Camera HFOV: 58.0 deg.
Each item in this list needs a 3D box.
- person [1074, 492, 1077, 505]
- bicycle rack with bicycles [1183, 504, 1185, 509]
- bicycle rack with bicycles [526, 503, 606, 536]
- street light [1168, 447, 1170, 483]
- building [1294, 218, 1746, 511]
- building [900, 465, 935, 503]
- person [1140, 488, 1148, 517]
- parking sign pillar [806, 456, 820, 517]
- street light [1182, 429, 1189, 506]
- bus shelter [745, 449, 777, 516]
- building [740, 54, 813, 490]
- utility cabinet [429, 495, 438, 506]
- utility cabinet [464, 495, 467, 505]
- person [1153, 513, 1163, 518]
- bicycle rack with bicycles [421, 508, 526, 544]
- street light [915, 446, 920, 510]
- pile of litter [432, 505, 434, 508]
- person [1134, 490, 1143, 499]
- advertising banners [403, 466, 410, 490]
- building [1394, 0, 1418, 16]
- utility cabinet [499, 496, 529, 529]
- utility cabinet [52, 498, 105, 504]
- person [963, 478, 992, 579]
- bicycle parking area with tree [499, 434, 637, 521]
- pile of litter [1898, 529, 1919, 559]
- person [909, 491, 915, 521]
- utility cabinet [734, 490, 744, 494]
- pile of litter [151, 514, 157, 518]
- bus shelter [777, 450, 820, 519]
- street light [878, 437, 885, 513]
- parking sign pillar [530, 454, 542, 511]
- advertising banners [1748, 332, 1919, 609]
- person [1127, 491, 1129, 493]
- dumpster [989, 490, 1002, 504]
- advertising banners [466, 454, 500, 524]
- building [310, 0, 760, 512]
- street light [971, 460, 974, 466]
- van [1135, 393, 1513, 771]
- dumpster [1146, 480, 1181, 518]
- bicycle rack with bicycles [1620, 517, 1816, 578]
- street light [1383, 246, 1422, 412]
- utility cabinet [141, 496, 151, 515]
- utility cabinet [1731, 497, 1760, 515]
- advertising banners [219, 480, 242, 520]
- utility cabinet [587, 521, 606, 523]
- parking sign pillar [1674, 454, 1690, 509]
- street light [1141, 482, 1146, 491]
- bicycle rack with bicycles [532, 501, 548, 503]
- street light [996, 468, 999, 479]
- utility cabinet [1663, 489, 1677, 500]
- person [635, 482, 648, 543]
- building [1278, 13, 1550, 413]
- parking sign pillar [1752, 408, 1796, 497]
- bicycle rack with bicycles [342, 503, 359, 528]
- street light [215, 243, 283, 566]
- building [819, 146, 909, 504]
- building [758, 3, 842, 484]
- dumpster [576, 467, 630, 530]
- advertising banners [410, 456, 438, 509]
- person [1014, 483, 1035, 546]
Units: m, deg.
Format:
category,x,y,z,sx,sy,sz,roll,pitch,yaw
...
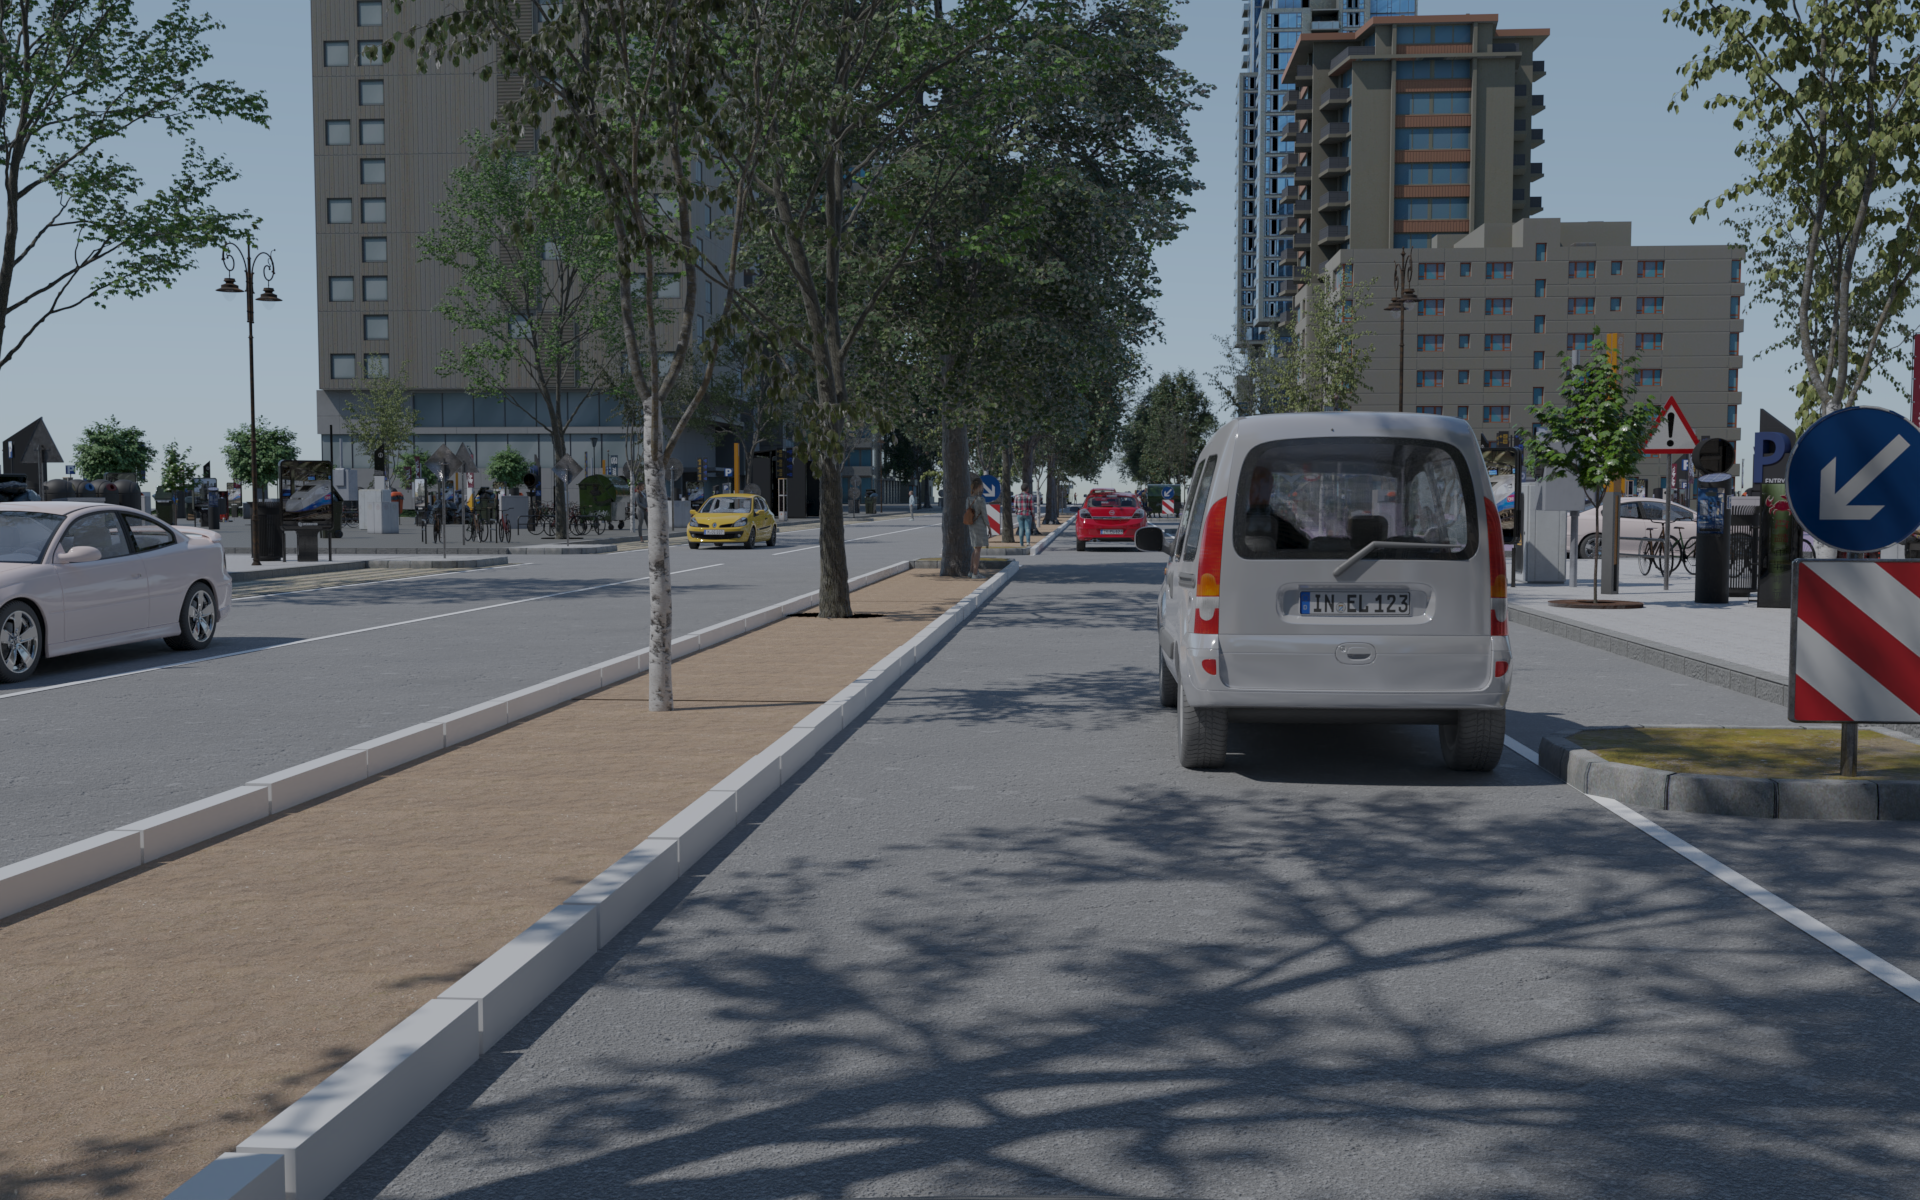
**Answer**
category,x,y,z,sx,sy,sz,roll,pitch,yaw
person,14.712,-12.825,219.655,0.593,1.643,0.415,1,4,21
bicycle rack with bicycles,15.925,-6.059,112.439,2.852,0.926,2.925,3,5,41
bicycle rack with bicycles,-12.331,-2.488,54.063,2.852,0.926,2.925,3,5,45
street light,17.432,-10.480,144.139,0.468,5.910,1.993,0,4,5
building,41.768,-17.780,135.735,27.650,21.520,28.899,0,4,5
building,-18.984,-25.346,259.447,27.650,21.520,28.899,0,4,5
person,11.755,-6.238,110.401,0.836,1.842,0.656,2,4,25
parking sign pillar,-8.224,-6.757,98.944,1.447,3.967,1.447,0,4,-3
street light,15.595,-9.012,120.126,0.468,5.910,1.993,0,4,5
bus shelter,-10.061,-6.225,93.056,1.731,3.624,6.357,0,4,5
building,-21.106,-28.735,153.415,14.154,41.232,14.086,0,4,5
utility cabinet,-26.128,-4.627,86.816,1.020,1.237,0.306,-2,4,-33
utility cabinet,-32.461,-6.313,114.372,0.306,1.237,1.020,1,4,10
person,11.910,-5.937,104.938,0.474,1.900,0.648,-3,5,-45
bicycle rack with bicycles,-13.139,-1.986,45.856,2.852,0.926,2.925,-1,4,-19
street light,-3.467,-10.375,142.416,0.468,5.910,1.993,0,4,5
pile of litter,-23.585,-3.923,78.114,1.719,0.858,1.176,0,4,3
person,12.257,-6.837,121.005,1.217,1.743,0.721,0,4,-2
advertising banners,-33.969,-6.901,109.024,2.074,3.025,0.090,-2,4,-32
building,46.925,-55.721,223.712,22.319,86.520,31.000,0,4,5
utility cabinet,-16.440,-3.223,63.851,1.020,1.237,0.306,-2,4,-31
utility cabinet,-14.979,-1.119,29.464,0.306,1.237,1.020,0,4,7
person,0.283,-1.200,29.120,0.522,1.701,0.512,-3,5,-44
bicycle parking area with tree,-18.844,-6.016,85.359,9.016,4.147,8.231,1,4,23
pile of litter,11.909,-0.463,21.529,1.719,0.858,1.176,3,5,41
person,-2.618,-5.100,93.692,0.330,1.601,0.589,0,4,1
utility cabinet,-12.692,-5.644,100.951,0.318,1.500,1.173,2,4,34
pile of litter,-46.996,-5.231,99.497,1.176,0.858,1.719,3,4,38
bus shelter,-8.244,-6.228,93.108,1.731,3.624,6.357,0,4,5
street light,-5.410,-8.946,119.057,0.468,5.910,1.993,0,4,5
parking sign pillar,-28.579,-7.844,116.729,1.447,3.967,1.447,-2,4,-27
advertising banners,9.849,-1.398,19.047,2.074,3.025,0.090,2,4,25
person,10.956,-6.288,113.117,0.589,1.601,0.330,-3,4,-36
dumpster,4.115,-12.156,206.971,1.865,1.857,1.264,0,4,6
advertising banners,-20.801,-4.847,75.440,2.074,3.025,0.090,2,4,31
building,-30.750,-33.235,132.638,28.713,52.752,27.495,0,4,5
street light,1.457,-14.043,202.386,0.468,5.910,1.993,0,4,5
van,2.070,-0.205,10.366,2.013,2.044,4.112,0,4,4
dumpster,11.720,-5.790,99.621,1.985,2.255,1.502,0,4,4
bicycle rack with bicycles,11.379,-0.822,26.828,2.852,0.926,2.925,0,4,-5
street light,8.279,-3.653,32.516,0.468,5.910,1.993,0,4,5
utility cabinet,-31.670,-3.398,66.727,1.020,1.237,0.306,1,4,20
utility cabinet,19.131,-1.917,42.510,1.020,1.237,0.306,3,4,38
advertising banners,-35.536,-5.335,83.415,2.074,3.025,0.090,-1,4,-9
utility cabinet,-16.287,-4.043,77.273,1.020,1.237,0.306,2,4,30
parking sign pillar,45.822,-7.442,110.151,1.447,3.967,1.447,-1,4,-20
street light,26.280,-17.012,250.927,0.468,5.910,1.993,0,4,5
bicycle rack with bicycles,-16.170,-3.425,69.381,2.852,0.926,2.925,-1,4,-10
street light,5.422,-16.954,249.992,0.468,5.910,1.993,0,4,5
utility cabinet,29.541,-3.866,71.895,1.173,1.500,0.318,-3,4,-38
person,-9.233,-2.579,50.933,0.573,1.790,0.520,1,4,13
building,41.971,-31.150,163.934,22.147,44.769,28.867,0,4,5
parking sign pillar,25.371,-4.002,53.910,1.447,3.967,1.447,-2,4,-28
bicycle rack with bicycles,-23.140,-3.164,65.107,2.925,0.926,2.852,-3,4,-39
street light,-12.641,-3.557,30.944,0.468,5.910,1.993,0,4,5
building,-19.370,-37.230,228.310,23.786,49.044,30.456,0,4,5
building,-22.533,-44.796,170.669,20.563,71.187,20.611,0,4,5
dumpster,-12.795,-3.644,62.069,1.502,2.255,1.985,0,4,5
advertising banners,-24.816,-5.155,80.471,0.090,3.025,2.074,1,4,12
person,1.703,-2.237,45.909,0.563,1.720,0.643,1,4,15
